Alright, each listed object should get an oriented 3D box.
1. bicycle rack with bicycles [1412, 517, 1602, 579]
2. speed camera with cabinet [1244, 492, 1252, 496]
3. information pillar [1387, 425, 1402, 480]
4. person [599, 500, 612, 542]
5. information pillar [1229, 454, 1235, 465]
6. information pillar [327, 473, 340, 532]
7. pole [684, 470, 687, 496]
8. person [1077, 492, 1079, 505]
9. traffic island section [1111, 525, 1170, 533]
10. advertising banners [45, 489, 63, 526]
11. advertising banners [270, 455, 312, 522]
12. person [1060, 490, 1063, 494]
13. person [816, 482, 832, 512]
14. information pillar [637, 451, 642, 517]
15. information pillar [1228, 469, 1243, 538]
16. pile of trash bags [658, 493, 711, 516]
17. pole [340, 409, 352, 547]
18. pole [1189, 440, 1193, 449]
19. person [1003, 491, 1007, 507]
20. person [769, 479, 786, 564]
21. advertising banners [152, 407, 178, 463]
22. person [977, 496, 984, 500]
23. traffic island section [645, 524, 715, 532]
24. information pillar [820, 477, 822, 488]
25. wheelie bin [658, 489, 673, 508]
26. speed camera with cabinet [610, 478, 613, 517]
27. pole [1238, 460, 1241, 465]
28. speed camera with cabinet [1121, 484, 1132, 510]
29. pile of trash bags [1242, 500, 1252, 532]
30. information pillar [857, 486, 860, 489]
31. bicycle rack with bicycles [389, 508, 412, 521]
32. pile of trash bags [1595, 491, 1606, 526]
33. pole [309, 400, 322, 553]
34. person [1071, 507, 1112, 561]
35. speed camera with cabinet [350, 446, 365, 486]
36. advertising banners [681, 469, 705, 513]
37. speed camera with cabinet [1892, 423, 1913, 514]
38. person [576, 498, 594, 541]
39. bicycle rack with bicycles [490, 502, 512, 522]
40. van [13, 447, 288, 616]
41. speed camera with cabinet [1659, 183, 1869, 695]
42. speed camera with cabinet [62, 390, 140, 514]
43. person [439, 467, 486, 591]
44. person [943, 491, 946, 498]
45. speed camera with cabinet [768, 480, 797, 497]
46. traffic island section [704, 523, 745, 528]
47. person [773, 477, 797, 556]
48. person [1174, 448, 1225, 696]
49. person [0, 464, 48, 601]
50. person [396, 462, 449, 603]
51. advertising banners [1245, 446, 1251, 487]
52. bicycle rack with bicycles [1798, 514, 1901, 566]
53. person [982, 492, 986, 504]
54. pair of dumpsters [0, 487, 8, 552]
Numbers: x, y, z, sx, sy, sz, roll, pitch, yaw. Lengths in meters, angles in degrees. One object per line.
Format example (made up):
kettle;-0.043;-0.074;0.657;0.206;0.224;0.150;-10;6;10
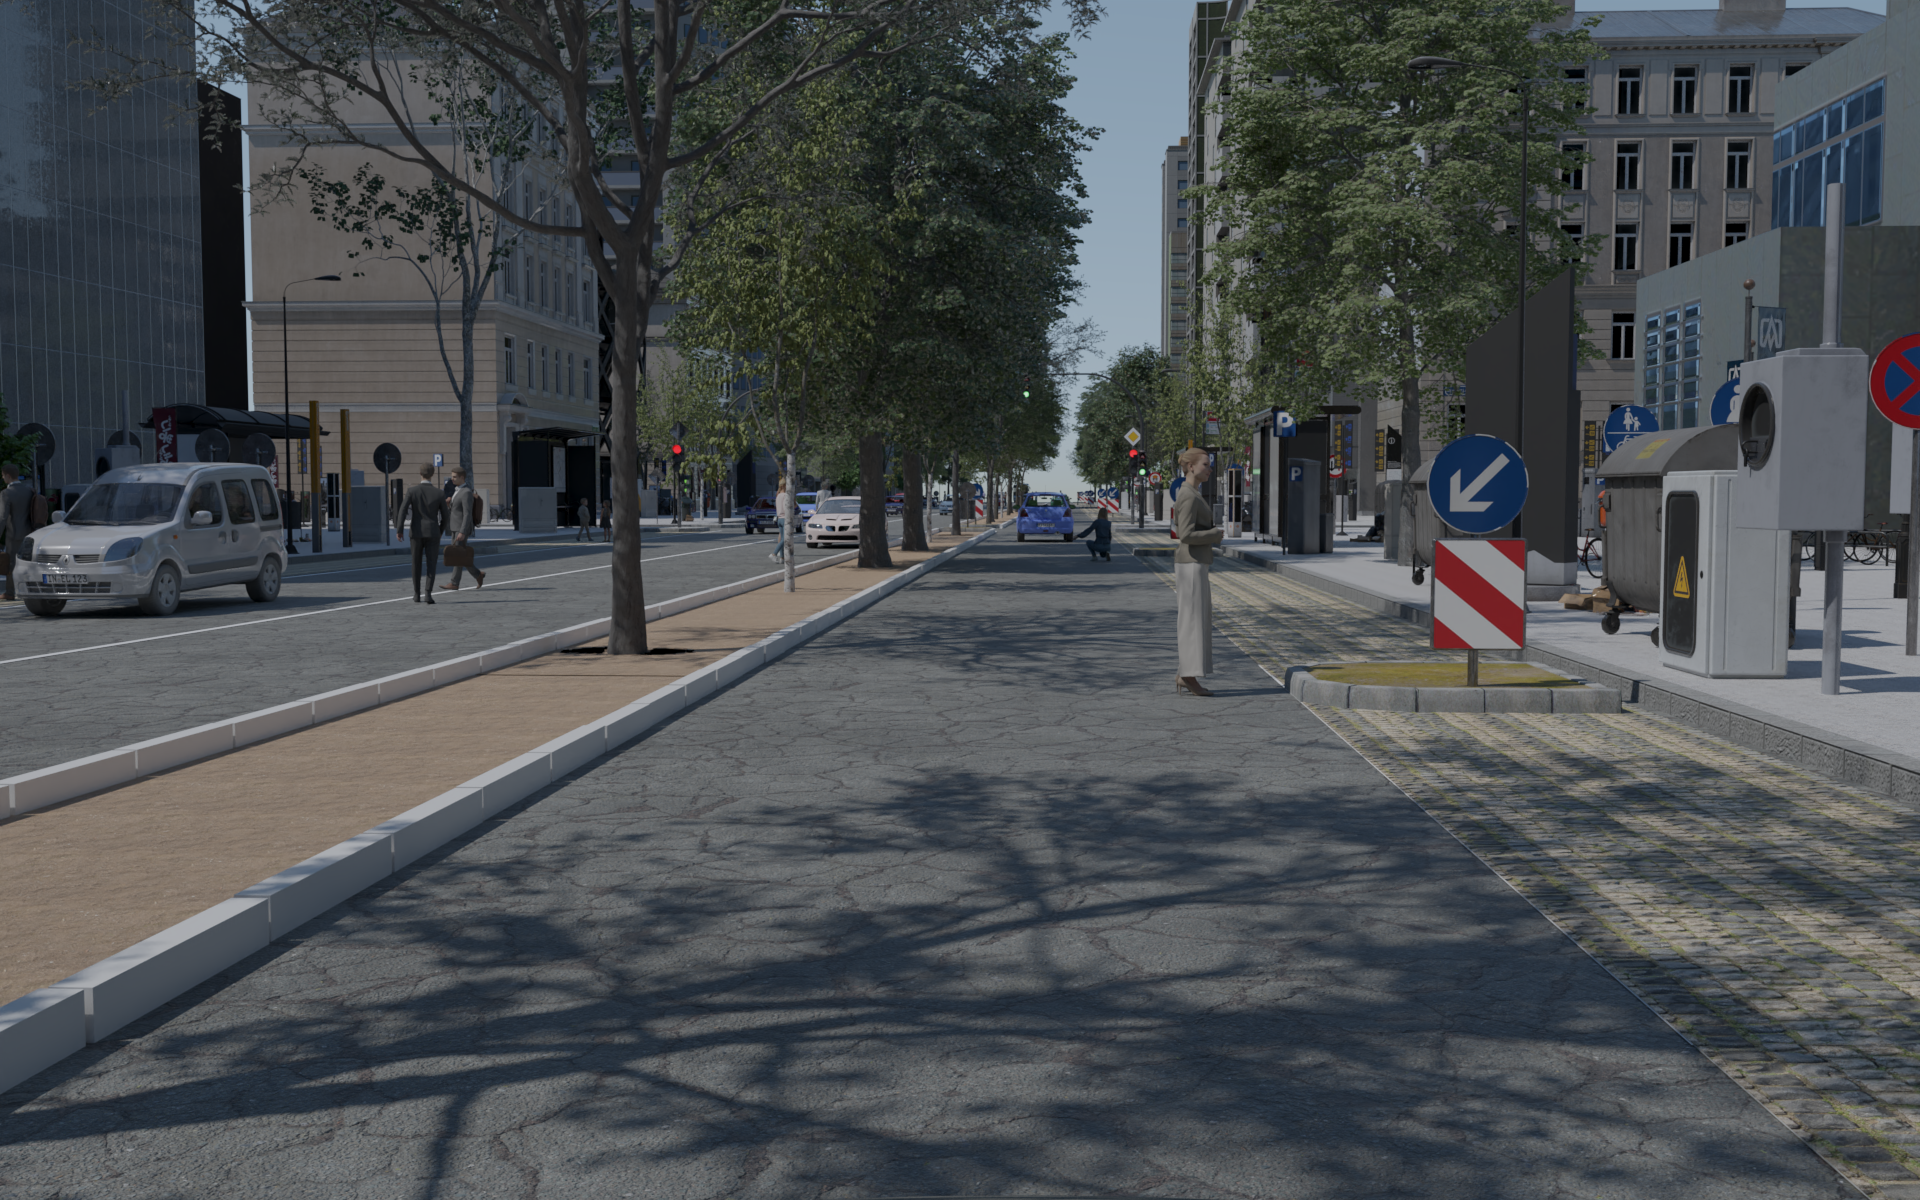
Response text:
bicycle rack with bicycles;8.383;-0.839;27.099;2.852;0.926;2.925;-1;4;-12
speed camera with cabinet;22.213;-8.328;130.495;2.038;3.252;0.660;1;4;9
information pillar;14.474;-4.065;57.816;0.504;3.616;0.183;1;4;15
person;-10.537;-2.340;51.427;0.362;1.253;0.373;-3;5;-44
information pillar;15.674;-6.643;99.968;0.504;3.616;0.183;-3;5;-39
information pillar;-21.442;-3.350;59.269;0.304;2.012;0.304;1;4;14
pole;-18.541;-7.520;116.797;0.158;3.312;0.155;0;3;0
person;14.499;-12.382;211.655;0.721;1.736;1.217;0;4;8
traffic island section;6.832;-2.618;65.077;2.009;0.180;2.903;0;4;3
advertising banners;-22.417;-2.761;41.324;2.074;3.025;0.090;0;4;-1
advertising banners;-30.152;-4.999;77.919;0.090;3.025;2.074;3;5;42
person;10.873;-10.995;188.142;0.709;1.838;0.599;3;5;40
person;-4.396;-2.946;56.542;0.514;1.842;0.818;-2;4;-27
information pillar;-17.604;-6.344;95.077;0.183;3.616;0.504;1;4;11
information pillar;8.073;-2.835;50.839;0.304;2.012;0.304;-2;4;-26
pile of trash bags;-16.712;-5.781;104.270;3.447;1.369;1.912;-1;4;-11
pole;-14.752;-2.922;41.622;0.158;3.312;0.155;0;3;0
pole;8.690;-4.374;65.353;0.158;3.312;0.155;0;3;0
person;5.143;-11.584;198.621;0.721;1.735;1.217;-1;4;-17
person;-3.676;-1.617;35.610;0.598;1.740;0.731;-3;5;-41
advertising banners;-15.268;-2.367;34.895;2.074;3.025;0.090;0;4;7
person;1.669;-9.497;163.804;1.348;1.821;0.705;0;4;3
traffic island section;-10.728;-2.682;66.123;2.009;0.180;2.903;0;4;3
information pillar;-10.988;-8.938;137.495;0.183;3.616;0.504;-1;4;-15
wheelie bin;-18.072;-6.016;106.277;0.980;1.594;0.693;0;4;-4
speed camera with cabinet;-18.343;-6.013;92.655;0.660;3.252;2.038;0;4;-5
pole;16.624;-6.682;103.099;0.158;3.312;0.155;0;3;0
speed camera with cabinet;13.684;-8.997;141.441;0.660;3.252;2.038;1;4;18
pile of trash bags;10.652;-3.029;59.270;1.912;1.369;3.447;2;4;28
information pillar;-8.522;-9.389;144.859;0.183;3.616;0.504;2;4;27
bicycle rack with bicycles;-27.766;-4.280;83.360;2.925;0.926;2.852;-3;4;-36
pile of trash bags;15.201;-2.127;44.527;3.447;1.369;1.912;1;4;12
pole;-14.080;-2.691;37.845;0.158;3.312;0.155;0;3;0
person;2.904;-1.419;37.203;1.012;1.151;0.738;-1;4;-14
speed camera with cabinet;-21.985;-4.225;63.419;0.660;3.252;2.038;-2;4;-32
advertising banners;-18.973;-7.734;122.634;2.074;3.025;0.090;-2;4;-31
speed camera with cabinet;12.017;-1.586;20.271;2.038;3.252;0.660;0;4;-6
person;-11.383;-2.424;52.399;0.475;1.303;0.640;2;4;32
bicycle rack with bicycles;-21.877;-4.019;79.085;2.925;0.926;2.852;-1;4;-13
van;-10.063;-0.900;21.728;2.013;2.044;4.112;0;4;4
speed camera with cabinet;5.439;-1.070;11.837;0.660;3.252;2.038;0;4;3
speed camera with cabinet;-16.539;-2.384;33.318;2.038;3.252;0.660;3;4;38
person;-7.375;-1.057;25.742;0.822;1.834;0.622;-3;5;-41
person;-1.852;-12.213;208.187;0.705;1.824;1.348;0;4;4
speed camera with cabinet;-11.148;-6.999;108.768;0.660;3.252;2.038;3;4;39
traffic island section;-10.253;-3.169;74.094;2.009;0.180;2.903;0;4;3
person;-4.040;-1.934;40.094;0.573;1.828;0.580;-1;4;-14
person;1.697;-0.199;12.304;0.362;1.759;0.519;0;4;7
person;-12.541;-0.896;23.114;0.822;1.834;0.622;0;4;7
person;-7.048;-0.886;22.759;0.659;1.850;0.755;-1;4;-16
advertising banners;10.697;-4.061;62.589;0.090;3.025;2.074;-1;4;-14
bicycle rack with bicycles;16.679;-1.147;32.133;2.852;0.926;2.925;-2;4;-34
person;3.502;-15.023;253.998;0.709;1.838;0.599;0;4;2
pair of dumpsters;-17.928;-1.634;29.212;1.574;2.255;4.437;0;4;3
